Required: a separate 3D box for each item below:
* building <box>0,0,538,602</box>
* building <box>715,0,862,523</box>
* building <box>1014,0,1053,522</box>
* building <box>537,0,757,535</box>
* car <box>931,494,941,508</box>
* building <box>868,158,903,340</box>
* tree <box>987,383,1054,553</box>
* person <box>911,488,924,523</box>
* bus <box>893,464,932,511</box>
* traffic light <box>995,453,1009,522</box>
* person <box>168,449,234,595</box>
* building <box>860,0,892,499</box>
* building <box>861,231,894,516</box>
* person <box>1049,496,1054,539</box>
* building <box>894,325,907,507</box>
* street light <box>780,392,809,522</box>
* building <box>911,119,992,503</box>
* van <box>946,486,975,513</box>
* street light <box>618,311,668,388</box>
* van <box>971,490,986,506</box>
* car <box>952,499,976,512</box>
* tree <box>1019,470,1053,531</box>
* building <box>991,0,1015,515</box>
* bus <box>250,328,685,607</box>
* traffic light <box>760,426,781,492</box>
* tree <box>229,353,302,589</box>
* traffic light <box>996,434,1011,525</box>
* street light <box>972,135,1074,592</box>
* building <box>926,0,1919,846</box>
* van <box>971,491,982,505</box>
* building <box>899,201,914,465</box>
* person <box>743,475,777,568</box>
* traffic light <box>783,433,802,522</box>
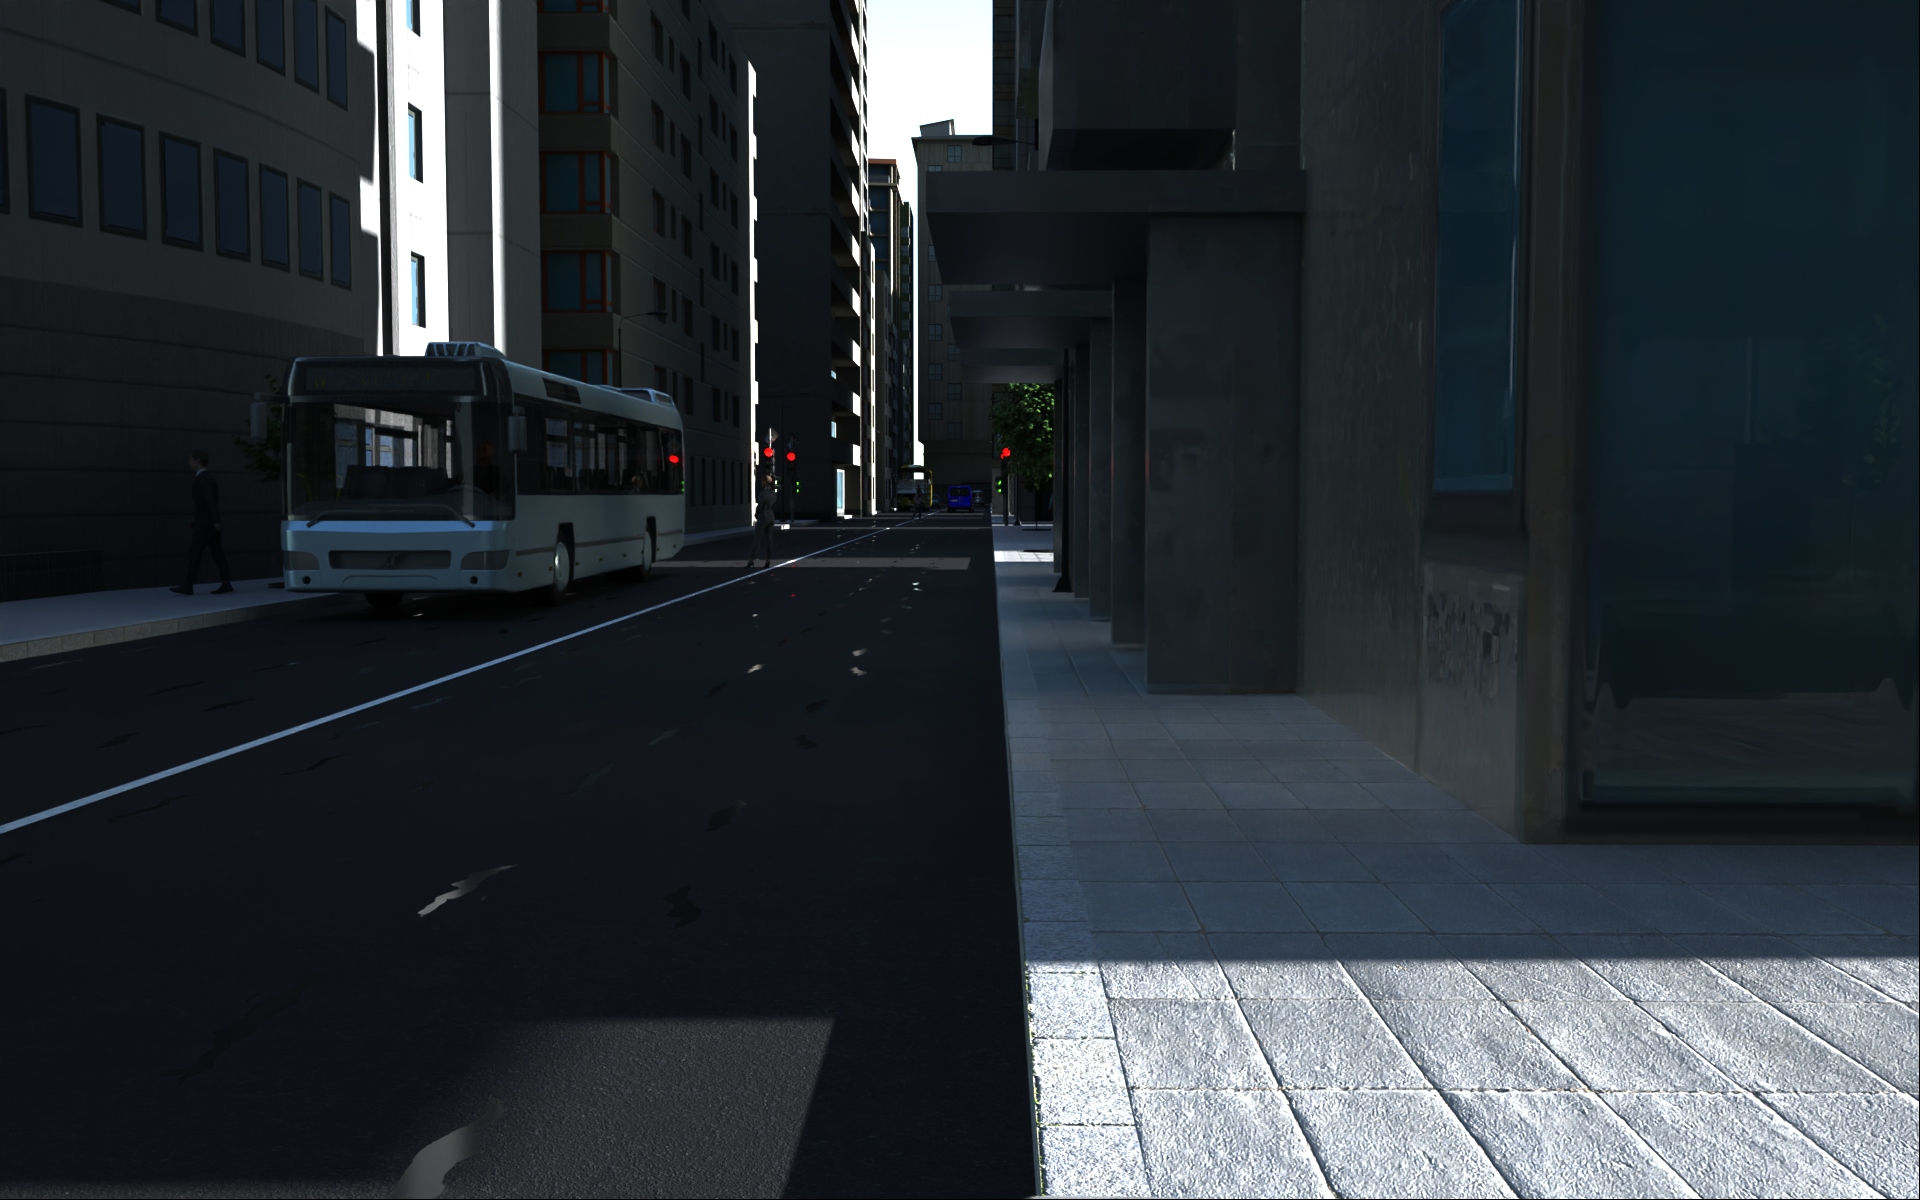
[{"bbox_3d":[-20.851,-29.641,26.626,21.231,58.520,28.212,0,4,1],"label":"building"},{"bbox_3d":[-16.856,-28.806,94.685,21.300,48.544,21.600,0,4,1],"label":"building"},{"bbox_3d":[13.147,-39.759,88.307,20.611,71.187,20.563,0,4,1],"label":"building"},{"bbox_3d":[-23.058,-13.018,57.881,28.899,21.520,27.650,0,4,1],"label":"building"},{"bbox_3d":[-2.920,-10.069,176.624,2.014,1.417,4.499,0,4,-1],"label":"car"},{"bbox_3d":[-20.278,-34.521,219.050,28.867,44.769,22.147,0,4,1],"label":"building"},{"bbox_3d":[2.158,-3.350,38.482,4.285,4.588,4.351,0,3,0],"label":"tree"},{"bbox_3d":[-2.135,-4.739,86.579,0.643,1.750,0.593,2,4,30],"label":"person"},{"bbox_3d":[-3.888,-9.537,147.483,2.896,3.916,12.252,0,4,1],"label":"bus"},{"bbox_3d":[2.024,-5.498,78.810,0.839,4.253,0.868,0,4,1],"label":"traffic light"},{"bbox_3d":[-9.690,-0.995,22.095,0.755,1.850,0.659,0,4,-7],"label":"person"},{"bbox_3d":[-17.004,-44.341,163.231,20.563,71.187,20.611,0,4,1],"label":"building"},{"bbox_3d":[-19.756,-17.352,128.752,27.650,21.520,28.899,0,4,1],"label":"building"},{"bbox_3d":[2.838,-2.642,49.109,0.638,1.841,0.748,-1,4,-16],"label":"person"},{"bbox_3d":[-20.312,-21.069,189.515,27.650,21.520,28.899,0,4,1],"label":"building"},{"bbox_3d":[-7.573,-6.526,79.234,1.470,5.913,1.316,0,4,1],"label":"street light"},{"bbox_3d":[7.316,-40.506,251.519,27.495,52.752,28.713,0,4,1],"label":"building"},{"bbox_3d":[-0.006,-7.844,132.630,2.240,2.365,5.245,0,4,1],"label":"van"},{"bbox_3d":[-8.089,-4.373,44.043,1.470,5.913,1.316,0,4,1],"label":"street light"},{"bbox_3d":[2.080,-12.050,204.021,2.013,2.044,4.112,0,4,2],"label":"van"},{"bbox_3d":[0.242,-7.736,138.486,2.014,1.417,4.499,0,4,1],"label":"car"},{"bbox_3d":[2.674,-4.048,60.779,1.663,3.219,1.824,0,3,0],"label":"tree"},{"bbox_3d":[9.096,-26.203,112.017,14.154,41.232,14.086,0,4,1],"label":"building"},{"bbox_3d":[-6.297,-1.835,24.868,2.948,3.499,13.247,0,4,0],"label":"bus"},{"bbox_3d":[-7.772,-5.019,70.975,0.839,4.253,0.868,0,4,1],"label":"traffic light"},{"bbox_3d":[-9.146,-1.787,23.815,1.663,3.219,1.824,0,3,0],"label":"tree"},{"bbox_3d":[1.888,-5.010,70.827,0.839,4.253,0.868,0,4,1],"label":"traffic light"},{"bbox_3d":[0.852,-3.061,22.584,1.470,5.913,1.316,0,4,1],"label":"street light"},{"bbox_3d":[11.822,-24.340,17.567,23.786,49.044,30.456,0,4,1],"label":"building"},{"bbox_3d":[2.111,-13.393,225.993,2.013,2.044,4.112,0,4,1],"label":"van"},{"bbox_3d":[-13.640,-34.283,244.118,14.086,41.232,14.154,0,4,1],"label":"building"},{"bbox_3d":[-3.866,-1.513,33.513,0.573,1.790,0.520,1,4,15],"label":"person"},{"bbox_3d":[-7.636,-5.507,78.959,0.839,4.253,0.868,0,4,1],"label":"traffic light"}]
